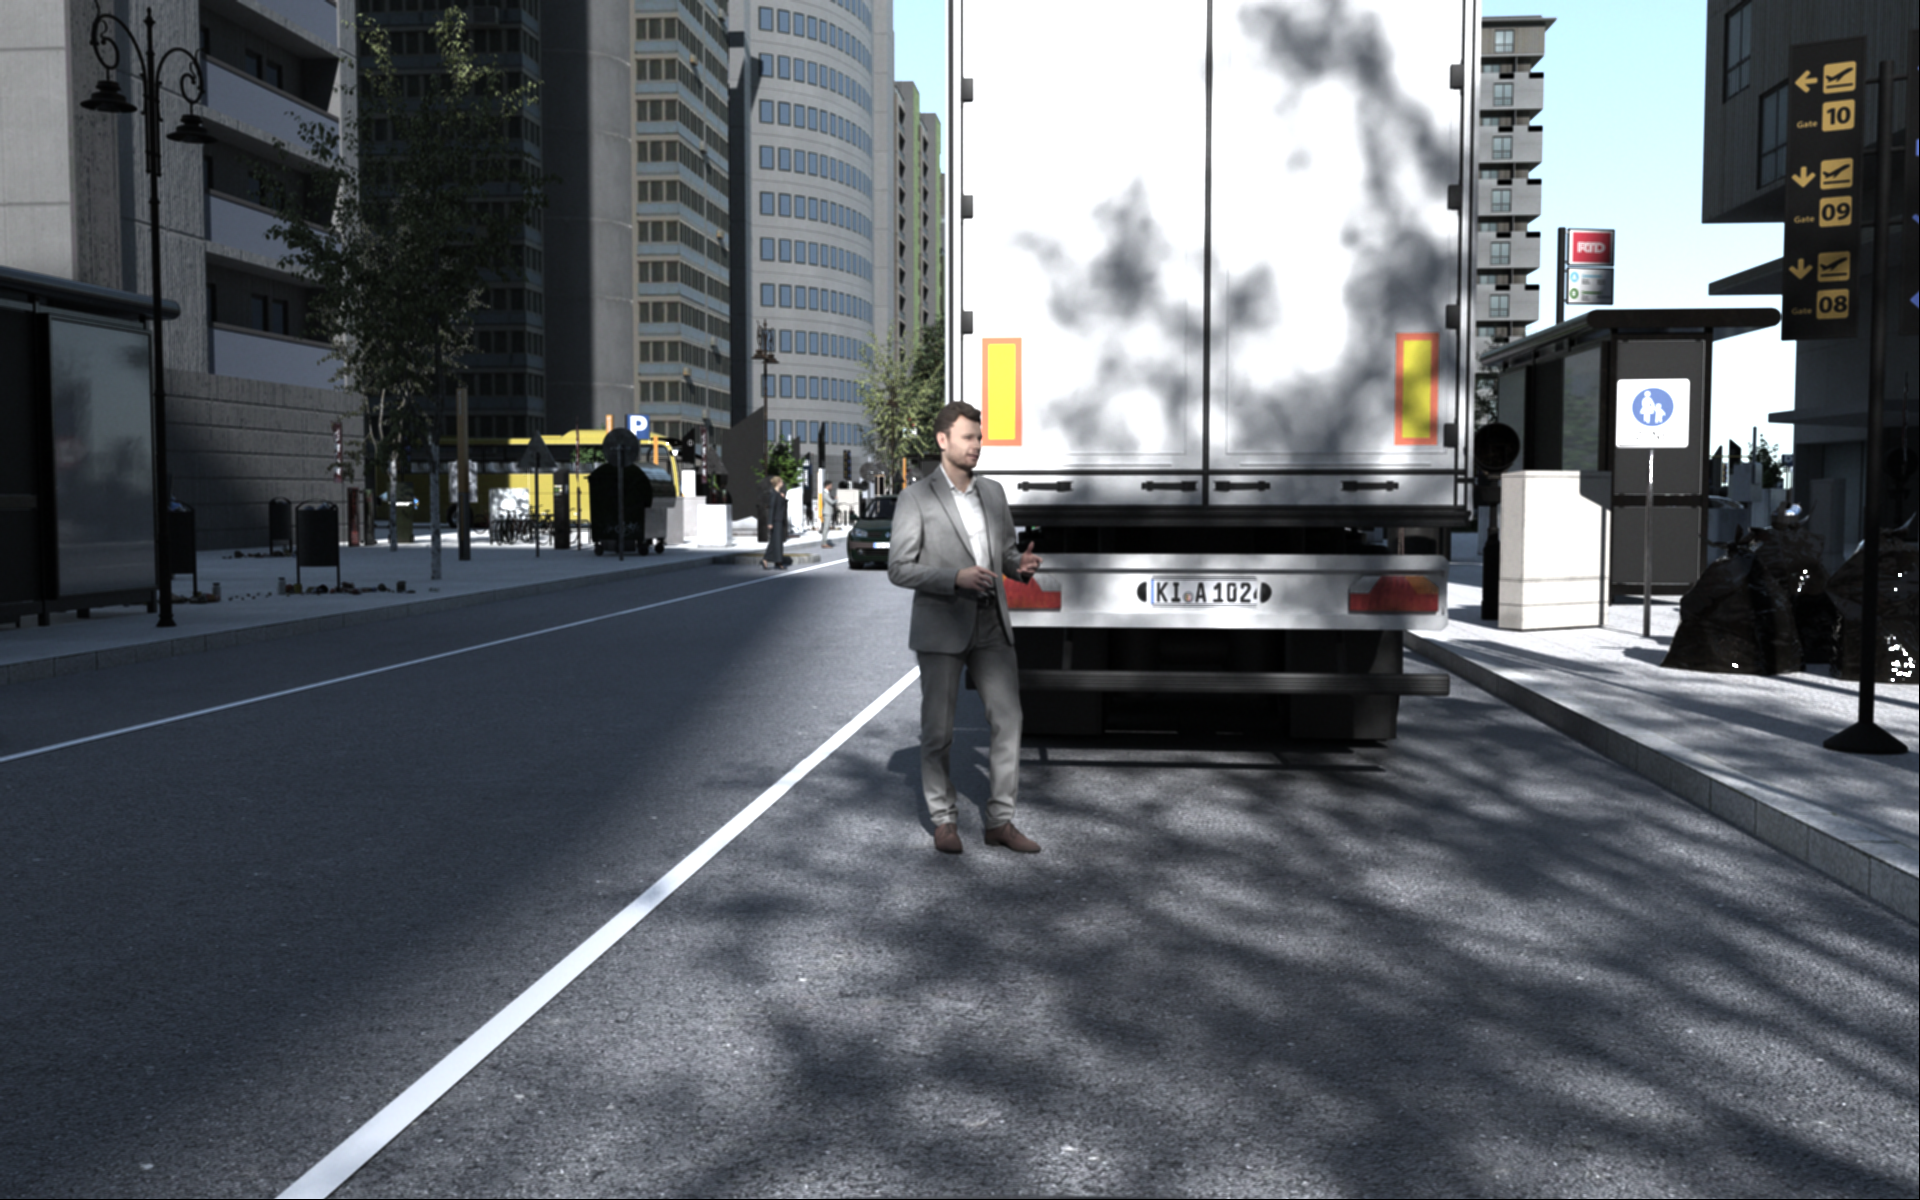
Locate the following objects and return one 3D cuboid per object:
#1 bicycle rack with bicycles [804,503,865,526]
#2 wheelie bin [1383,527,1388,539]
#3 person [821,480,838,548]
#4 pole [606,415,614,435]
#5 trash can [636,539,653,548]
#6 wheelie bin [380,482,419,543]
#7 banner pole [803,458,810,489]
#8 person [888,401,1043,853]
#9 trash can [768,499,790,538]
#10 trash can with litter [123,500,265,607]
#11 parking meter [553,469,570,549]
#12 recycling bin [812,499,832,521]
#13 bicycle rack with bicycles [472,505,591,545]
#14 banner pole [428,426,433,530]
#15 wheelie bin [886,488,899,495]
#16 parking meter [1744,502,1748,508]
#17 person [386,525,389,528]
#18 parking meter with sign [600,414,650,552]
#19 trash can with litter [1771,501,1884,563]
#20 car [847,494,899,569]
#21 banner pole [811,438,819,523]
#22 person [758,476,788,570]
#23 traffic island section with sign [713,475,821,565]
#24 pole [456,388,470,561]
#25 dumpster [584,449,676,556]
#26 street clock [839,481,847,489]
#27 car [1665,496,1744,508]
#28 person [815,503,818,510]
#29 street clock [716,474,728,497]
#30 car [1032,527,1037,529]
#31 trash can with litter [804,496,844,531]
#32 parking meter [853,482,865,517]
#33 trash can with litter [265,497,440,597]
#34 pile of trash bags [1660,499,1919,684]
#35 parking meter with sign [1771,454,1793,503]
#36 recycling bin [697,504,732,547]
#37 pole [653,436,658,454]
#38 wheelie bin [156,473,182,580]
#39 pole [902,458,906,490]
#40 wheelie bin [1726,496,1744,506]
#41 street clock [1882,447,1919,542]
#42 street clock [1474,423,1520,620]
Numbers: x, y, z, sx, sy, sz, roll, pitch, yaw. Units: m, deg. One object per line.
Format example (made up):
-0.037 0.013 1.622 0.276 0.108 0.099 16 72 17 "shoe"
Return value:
-5.407 -3.482 70.320 2.852 0.926 2.925 0 4 -4 "bicycle rack with bicycles"
12.121 -2.548 49.560 0.980 1.594 0.693 2 4 31 "wheelie bin"
-3.483 -2.300 46.282 0.466 1.800 0.511 -1 4 -18 "person"
-9.010 -3.110 44.688 0.158 3.312 0.155 0 3 0 "pole"
-7.682 -1.830 41.570 0.748 1.137 0.748 0 3 0 "trash can"
-14.642 -2.284 45.249 0.980 1.594 0.693 -1 4 -18 "wheelie bin"
-9.283 -7.111 106.280 0.863 3.779 0.401 -1 4 -12 "banner pole"
0.052 0.110 6.901 0.606 1.804 0.583 -3 4 -37 "person"
-5.092 -2.234 48.185 0.748 1.137 0.748 0 3 0 "trash can"
-9.685 -0.577 20.498 2.233 1.210 1.678 0 4 -4 "trash can with litter"
-9.305 -2.125 40.447 0.255 1.863 0.399 1 4 11 "parking meter"
-6.617 -4.303 82.915 0.722 1.027 0.722 -2 4 -33 "recycling bin"
-10.912 -1.887 44.239 2.852 0.926 2.925 1 4 22 "bicycle rack with bicycles"
-18.856 -4.392 61.831 0.401 3.779 0.863 0 4 -2 "banner pole"
-3.221 -4.615 83.360 0.693 1.594 0.980 -2 4 -30 "wheelie bin"
24.004 -2.866 52.566 0.399 1.863 0.255 -1 4 -18 "parking meter"
-22.685 -3.466 69.444 0.640 1.303 0.475 0 4 -7 "person"
-7.551 -2.594 38.668 0.543 3.016 1.738 -3 4 -36 "parking meter with sign"
8.404 -0.382 17.305 1.678 1.210 2.233 2 4 33 "trash can with litter"
-1.102 -1.491 34.165 2.009 1.686 4.222 0 4 7 "car"
-6.258 -5.357 77.604 0.401 3.779 0.863 -1 4 -21 "banner pole"
-3.510 -1.456 32.728 0.534 1.772 0.576 -1 4 -20 "person"
-3.980 -1.686 36.195 1.989 1.847 2.006 0 4 5 "traffic island section with sign"
-9.581 -2.420 33.404 0.158 3.312 0.155 0 3 0 "pole"
-6.978 -2.087 36.624 1.502 2.255 1.985 0 4 5 "dumpster"
-6.708 -5.795 99.310 0.471 2.002 0.358 -3 4 -38 "street clock"
27.503 -3.105 63.126 4.827 1.381 2.083 0 4 5 "car"
-5.296 -3.564 66.681 0.656 1.842 0.836 1 4 15 "person"
-7.103 -2.881 51.672 0.358 2.002 0.471 -2 4 -25 "street clock"
2.004 -1.095 26.697 1.959 1.807 4.718 0 4 7 "car"
-4.920 -3.082 61.447 1.678 1.210 2.233 2 4 27 "trash can with litter"
-4.946 -4.779 83.855 0.399 1.863 0.255 2 4 34 "parking meter"
-7.937 -0.696 22.435 2.233 1.210 1.678 0 4 -8 "trash can with litter"
6.979 -0.207 13.144 3.447 1.369 1.912 -3 4 -38 "pile of trash bags"
36.058 -4.913 76.583 0.543 3.016 1.738 0 4 -8 "parking meter with sign"
-5.939 -1.798 41.946 0.722 1.027 0.722 0 4 4 "recycling bin"
-10.690 -4.103 60.930 0.158 3.312 0.155 0 3 0 "pole"
-12.133 -1.101 25.918 0.980 1.594 0.693 -1 4 -14 "wheelie bin"
-3.133 -6.323 97.230 0.158 3.312 0.155 0 3 0 "pole"
38.007 -4.697 84.701 0.980 1.594 0.693 1 4 14 "wheelie bin"
14.546 -1.363 26.859 0.471 2.002 0.358 0 4 5 "street clock"
5.442 -0.801 17.670 0.471 2.002 0.358 1 4 11 "street clock"
